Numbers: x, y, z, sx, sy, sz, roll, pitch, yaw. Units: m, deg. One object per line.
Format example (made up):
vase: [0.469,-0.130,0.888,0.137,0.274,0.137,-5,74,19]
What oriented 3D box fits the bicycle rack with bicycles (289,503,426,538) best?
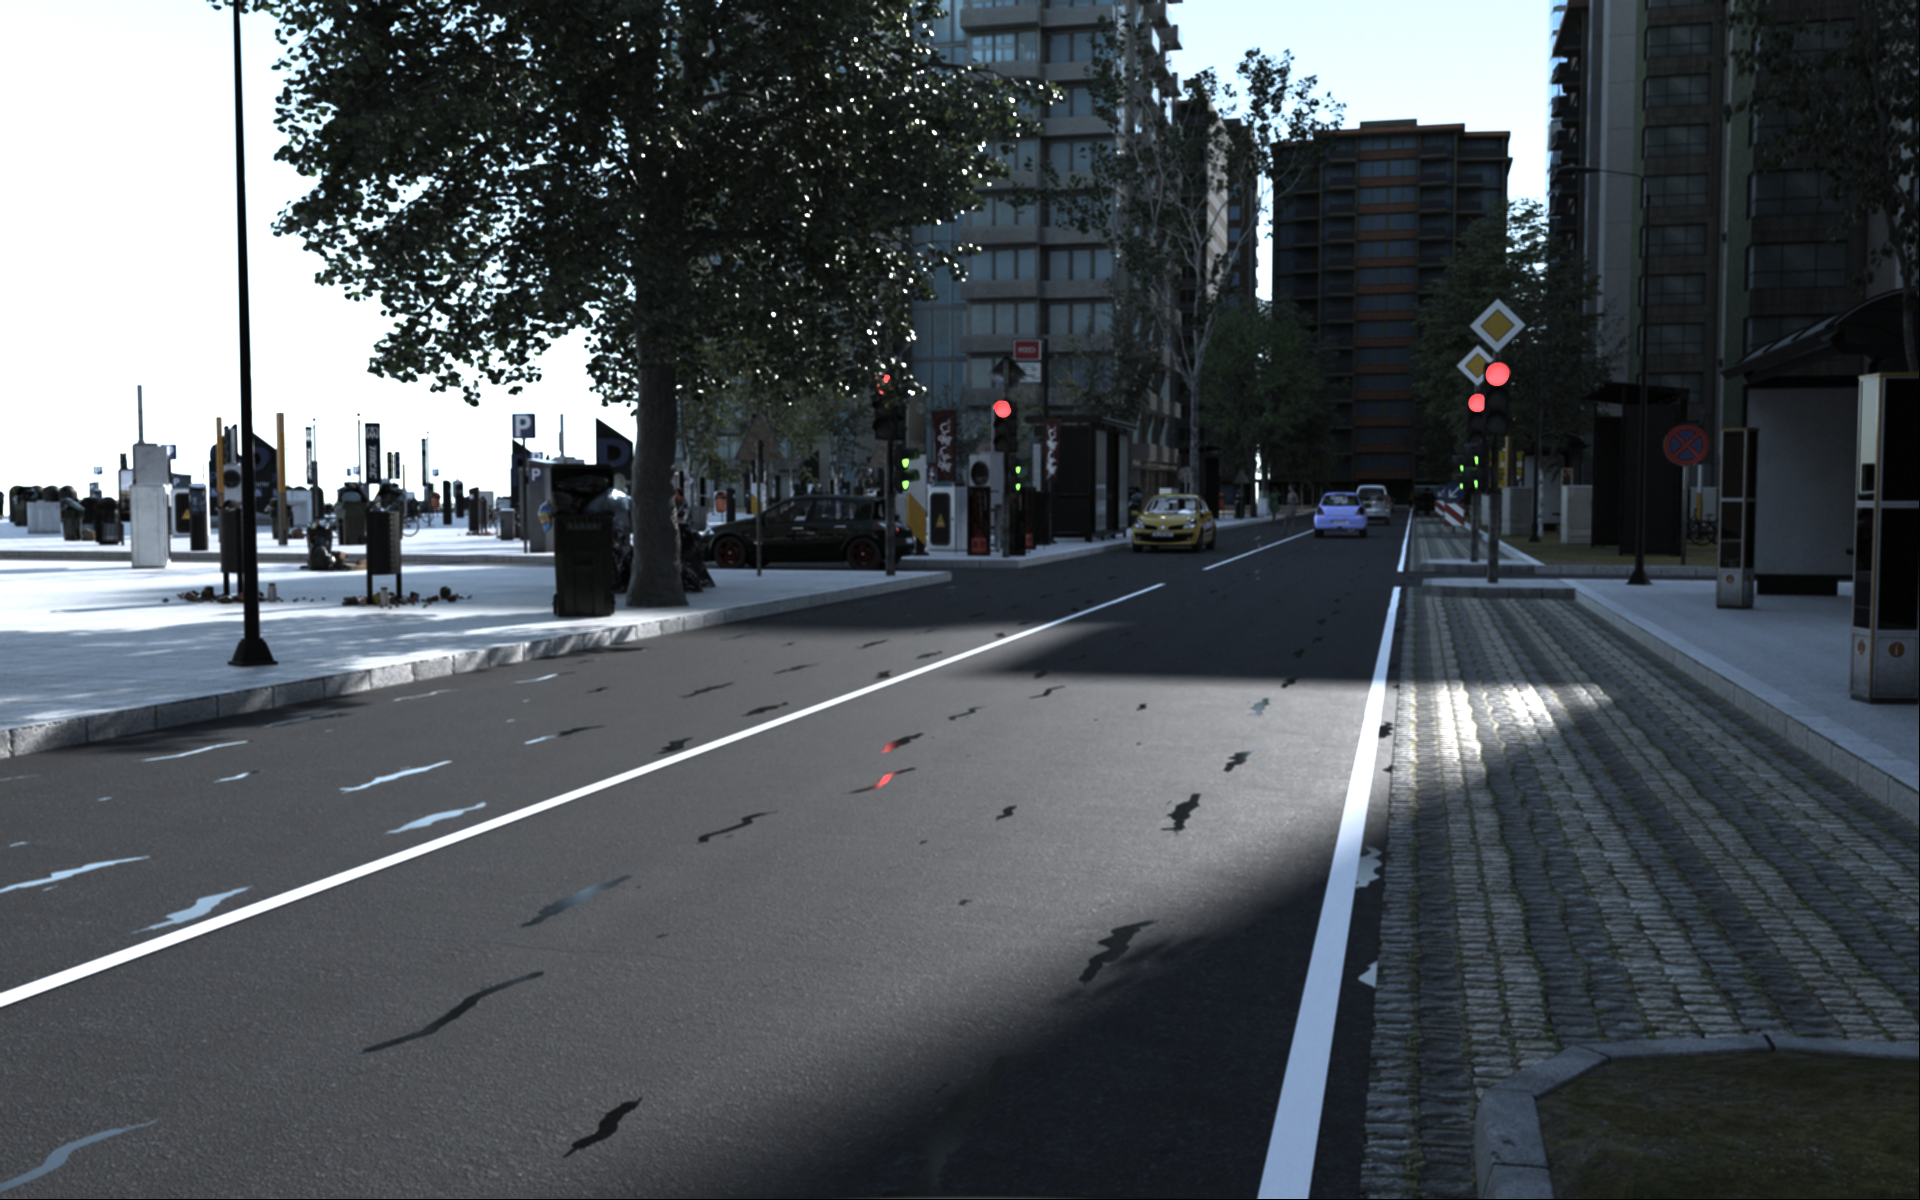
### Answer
bicycle rack with bicycles: [-17.876,-2.319,51.303,2.925,0.926,2.852,0,4,5]

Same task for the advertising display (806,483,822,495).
advertising display: [-8.478,-5.835,100.618,0.974,1.923,0.123,-2,4,-33]

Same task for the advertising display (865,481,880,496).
advertising display: [-4.413,-4.927,85.771,0.974,1.923,0.123,-2,4,-23]

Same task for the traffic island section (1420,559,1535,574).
traffic island section: [9.751,-0.642,32.771,2.009,0.180,2.903,1,4,15]

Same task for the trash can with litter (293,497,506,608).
trash can with litter: [-6.500,-0.584,20.599,1.678,1.210,2.233,1,4,22]

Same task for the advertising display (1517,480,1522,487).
advertising display: [25.318,-4.428,77.611,0.974,1.923,0.123,-2,4,-24]

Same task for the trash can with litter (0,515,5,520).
trash can with litter: [-47.821,-4.540,85.612,1.055,1.170,0.624,0,4,-3]

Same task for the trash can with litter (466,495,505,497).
trash can with litter: [-14.848,-2.629,54.035,1.678,1.210,2.233,-2,4,-29]

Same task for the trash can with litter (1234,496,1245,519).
trash can with litter: [14.494,-4.829,90.347,0.624,1.170,1.055,0,4,-7]

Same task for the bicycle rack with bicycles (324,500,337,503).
bicycle rack with bicycles: [-39.275,-5.782,107.923,2.852,0.926,2.925,2,4,27]

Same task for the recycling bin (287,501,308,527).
recycling bin: [-25.817,-3.353,67.382,0.722,1.027,0.722,-2,4,-29]

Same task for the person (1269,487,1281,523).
person: [15.329,-4.633,84.499,0.600,1.795,0.529,1,4,23]

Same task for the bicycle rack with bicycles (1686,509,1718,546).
bicycle rack with bicycles: [18.072,-1.862,43.819,2.925,0.926,2.852,1,4,17]

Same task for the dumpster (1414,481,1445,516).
dumpster: [30.507,-6.582,112.566,1.985,2.255,1.502,1,4,14]

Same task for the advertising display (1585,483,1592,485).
advertising display: [36.604,-5.797,99.997,0.974,1.923,0.123,2,4,32]

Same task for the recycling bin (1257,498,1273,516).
recycling bin: [18.327,-5.596,104.053,0.722,1.027,0.722,3,5,43]

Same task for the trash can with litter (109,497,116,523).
trash can with litter: [-37.472,-3.979,76.446,0.624,1.170,1.055,-2,4,-35]

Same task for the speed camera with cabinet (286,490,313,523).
speed camera with cabinet: [-29.585,-5.006,76.181,0.660,3.252,2.038,3,4,38]

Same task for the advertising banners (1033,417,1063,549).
advertising banners: [1.546,-2.690,40.173,2.074,3.025,0.090,3,5,41]

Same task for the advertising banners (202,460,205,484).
advertising banners: [-39.502,-5.740,90.035,0.090,3.025,2.074,-2,4,-35]

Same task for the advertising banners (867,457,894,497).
advertising banners: [-3.793,-5.270,82.357,0.090,3.025,2.074,3,4,36]

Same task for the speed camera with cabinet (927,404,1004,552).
speed camera with cabinet: [0.146,-2.713,38.695,0.660,3.252,2.038,-3,5,-44]

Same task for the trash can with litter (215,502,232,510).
trash can with litter: [-22.362,-2.574,53.478,1.055,1.170,0.624,-3,5,-45]

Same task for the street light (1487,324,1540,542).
street light: [14.824,-4.507,46.222,1.470,5.913,1.316,1,4,15]

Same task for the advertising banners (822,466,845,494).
advertising banners: [-8.166,-6.896,108.935,2.074,3.025,0.090,-2,4,-26]

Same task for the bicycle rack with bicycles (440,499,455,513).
bicycle rack with bicycles: [-35.703,-6.523,120.035,2.925,0.926,2.852,-2,4,-27]

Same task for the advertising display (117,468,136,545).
advertising display: [-20.653,-2.349,43.618,0.974,1.923,0.123,-3,4,-36]

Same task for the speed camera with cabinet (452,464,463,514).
speed camera with cabinet: [-32.187,-7.284,113.429,2.038,3.252,0.660,-1,4,-16]

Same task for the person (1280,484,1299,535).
person: [11.450,-3.138,60.147,0.374,1.781,0.599,-2,4,-34]

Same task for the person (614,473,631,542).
person: [-6.118,-1.363,30.974,0.537,1.800,0.526,1,4,20]

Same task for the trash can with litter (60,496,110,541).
trash can with litter: [-24.190,-2.221,47.694,1.055,1.170,0.624,0,4,5]

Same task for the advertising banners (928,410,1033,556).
advertising banners: [0.423,-2.442,36.121,2.074,3.025,0.090,1,4,8]

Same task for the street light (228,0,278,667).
street light: [-4.809,-2.458,12.734,1.470,5.913,1.316,1,4,15]

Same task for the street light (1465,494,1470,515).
street light: [22.418,-6.284,75.289,1.470,5.913,1.316,1,4,15]

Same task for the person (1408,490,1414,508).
person: [46.448,-10.376,178.244,0.705,1.812,1.348,3,5,41]

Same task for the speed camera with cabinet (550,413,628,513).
speed camera with cabinet: [-9.067,-2.935,42.321,2.038,3.252,0.660,2,4,31]

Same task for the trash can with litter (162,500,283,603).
trash can with litter: [-8.891,-0.615,21.116,1.678,1.210,2.233,-3,5,-41]

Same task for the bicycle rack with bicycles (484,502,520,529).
bicycle rack with bicycles: [-16.656,-3.117,64.350,2.852,0.926,2.925,-1,4,-12]

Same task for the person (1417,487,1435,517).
person: [29.406,-6.175,109.089,1.348,1.869,0.705,-1,4,-18]

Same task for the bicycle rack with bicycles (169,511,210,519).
bicycle rack with bicycles: [-29.963,-3.382,68.673,2.852,0.926,2.925,0,4,2]

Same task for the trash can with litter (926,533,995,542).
trash can with litter: [0.181,-2.158,46.345,2.233,1.210,1.678,-1,4,-23]

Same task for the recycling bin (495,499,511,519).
recycling bin: [-23.605,-4.721,89.746,0.722,1.027,0.722,1,4,14]

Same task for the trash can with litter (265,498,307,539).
trash can with litter: [-19.179,-2.319,49.302,0.624,1.170,1.055,2,4,29]

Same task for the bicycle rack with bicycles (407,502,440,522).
bicycle rack with bicycles: [-25.207,-3.946,77.903,2.925,0.926,2.852,-1,4,-23]

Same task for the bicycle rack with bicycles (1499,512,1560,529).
bicycle rack with bicycles: [20.975,-3.066,63.505,2.925,0.926,2.852,-1,4,-13]

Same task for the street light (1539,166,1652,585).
street light: [9.122,-3.181,24.556,1.470,5.913,1.316,1,4,15]

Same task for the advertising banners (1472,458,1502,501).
advertising banners: [24.285,-5.059,78.903,2.074,3.025,0.090,2,4,31]

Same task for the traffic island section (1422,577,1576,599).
traffic island section: [7.724,-0.169,25.046,2.009,0.180,2.903,1,4,15]

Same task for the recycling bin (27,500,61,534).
recycling bin: [-29.971,-2.698,56.668,0.722,1.027,0.722,1,4,17]
